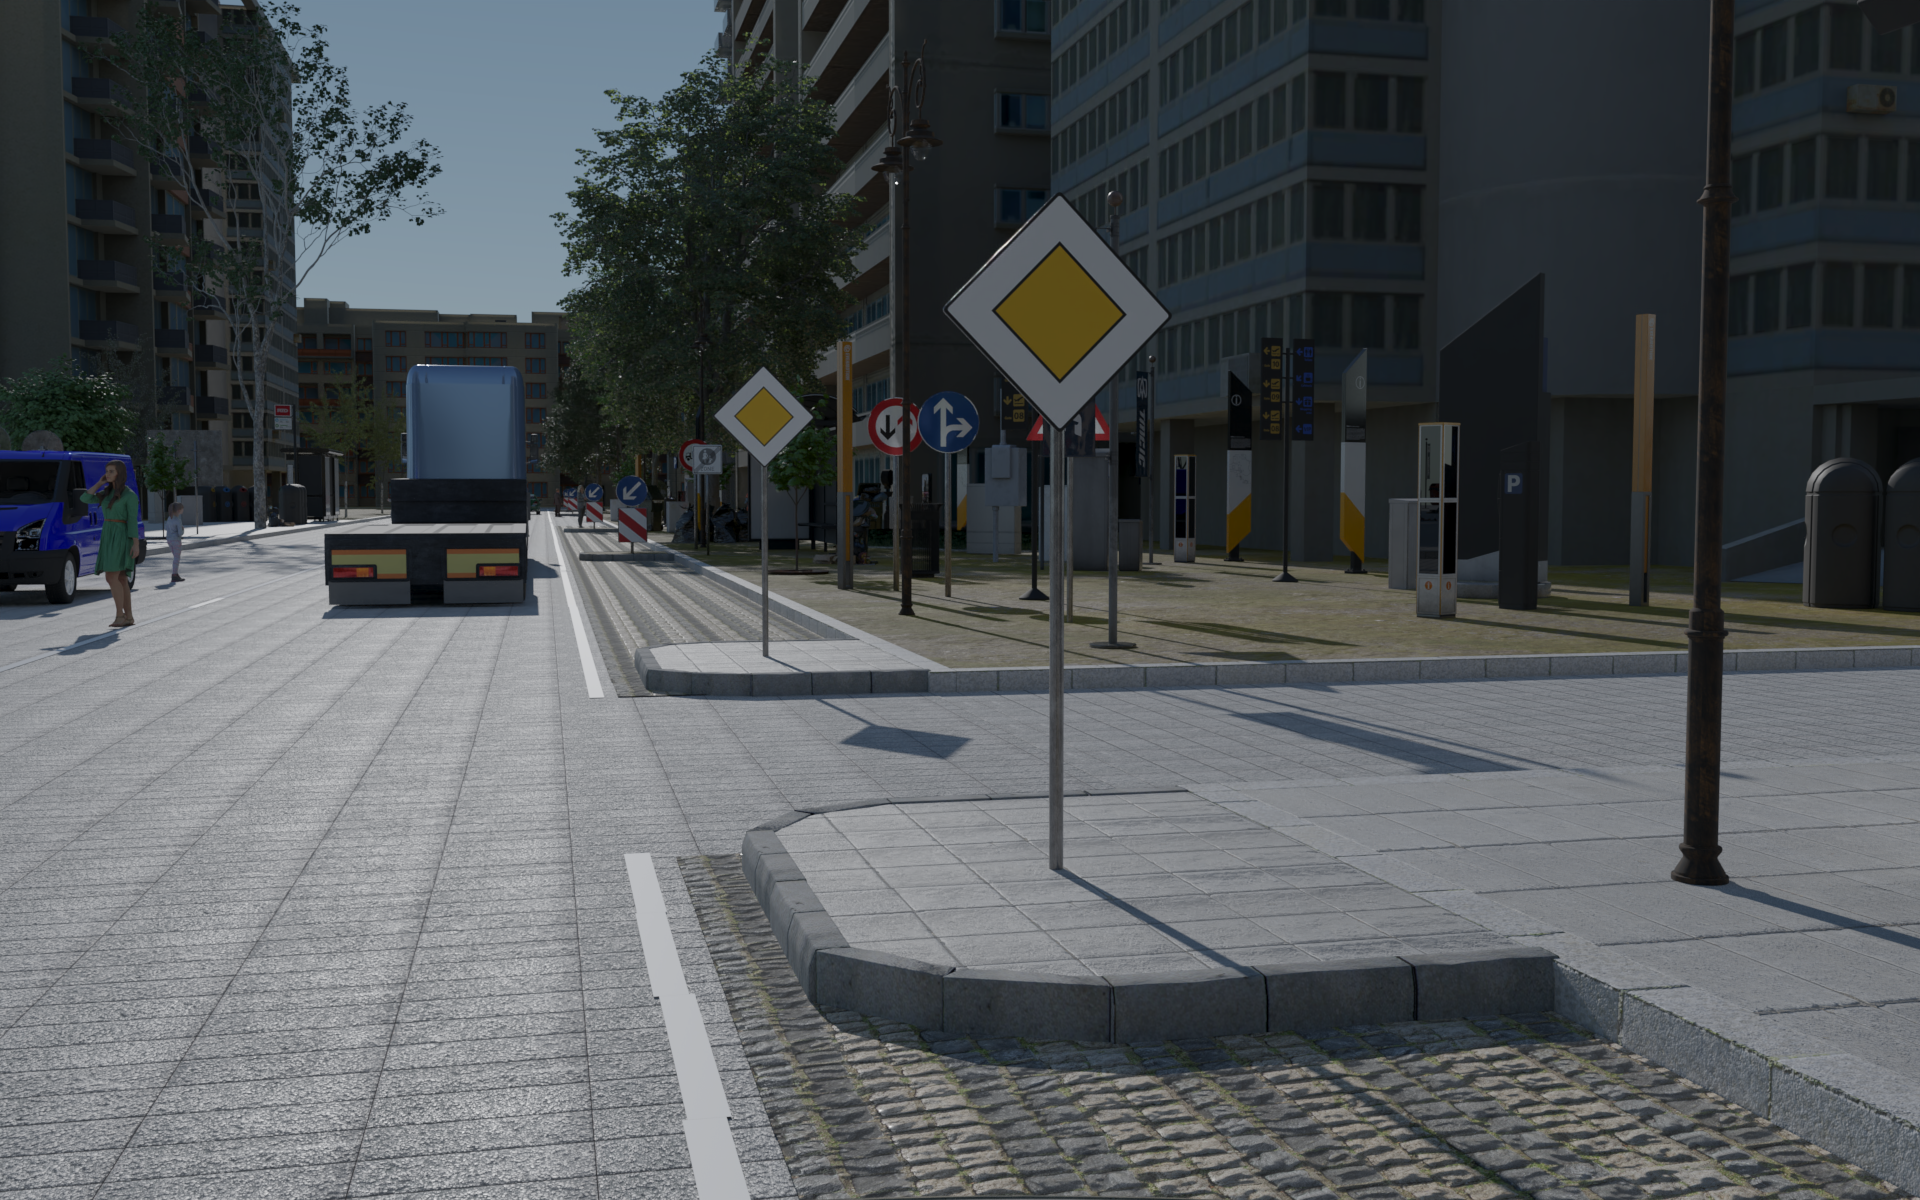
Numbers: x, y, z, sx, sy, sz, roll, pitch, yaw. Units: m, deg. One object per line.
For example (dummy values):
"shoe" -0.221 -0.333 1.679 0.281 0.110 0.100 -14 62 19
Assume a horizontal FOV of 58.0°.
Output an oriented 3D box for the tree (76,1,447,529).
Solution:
"tree" -25.124 -12.787 64.957 12.611 20.169 13.585 0 3 0

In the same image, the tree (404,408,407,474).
"tree" -38.903 -10.178 116.780 4.737 8.622 4.395 0 3 0

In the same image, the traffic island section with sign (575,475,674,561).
"traffic island section with sign" -7.269 -1.774 37.637 1.989 1.847 2.006 -1 4 -13

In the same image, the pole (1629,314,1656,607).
"pole" 7.782 -1.584 19.749 0.158 3.312 0.155 0 3 0

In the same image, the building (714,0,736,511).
"building" -6.299 -31.160 129.080 23.786 49.044 30.456 -1 4 -13

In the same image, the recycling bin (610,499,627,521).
"recycling bin" -16.080 -4.223 81.599 0.722 1.027 0.722 0 4 -7

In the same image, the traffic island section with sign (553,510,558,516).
"traffic island section with sign" -25.321 -6.363 112.659 1.989 1.847 2.006 -1 4 -13

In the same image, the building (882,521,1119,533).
"building" 5.841 -27.096 66.721 21.300 48.544 21.600 -1 4 -13

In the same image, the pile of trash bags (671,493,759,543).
"pile of trash bags" -6.228 -2.259 46.681 1.912 1.369 3.447 1 4 22

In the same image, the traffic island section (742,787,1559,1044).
"traffic island section" 0.347 0.999 5.951 2.009 0.180 2.903 -1 4 -13

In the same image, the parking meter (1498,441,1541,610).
"parking meter" 6.217 -0.830 19.287 0.255 1.863 0.399 -3 4 -38

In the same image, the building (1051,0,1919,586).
"building" 16.048 -21.276 39.742 23.993 40.220 32.217 -1 4 -13

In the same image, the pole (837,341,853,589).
"pole" -1.546 -1.800 23.280 0.158 3.312 0.155 0 3 0

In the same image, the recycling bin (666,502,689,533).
"recycling bin" -9.383 -2.759 57.671 0.722 1.027 0.722 -1 4 -14

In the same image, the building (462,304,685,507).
"building" -38.528 -21.101 190.044 28.899 21.520 27.650 -1 4 -13

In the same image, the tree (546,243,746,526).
"tree" -12.286 -8.841 70.305 9.928 11.665 9.643 0 3 0

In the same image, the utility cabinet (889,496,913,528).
"utility cabinet" -1.696 -2.369 49.889 0.306 1.237 1.020 2 4 23

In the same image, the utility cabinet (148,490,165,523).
"utility cabinet" -35.112 -4.094 75.616 0.318 1.500 1.173 0 4 -6

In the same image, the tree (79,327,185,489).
"tree" -37.196 -7.783 77.607 4.360 8.622 3.978 0 3 0

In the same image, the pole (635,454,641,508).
"pole" -11.612 -4.203 62.566 0.158 3.312 0.155 0 3 0

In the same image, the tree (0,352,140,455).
"tree" -20.737 -3.443 40.001 4.285 4.588 4.351 0 3 0

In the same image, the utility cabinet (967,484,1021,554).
"utility cabinet" 0.723 -1.715 36.720 1.173 1.500 0.318 2 4 31

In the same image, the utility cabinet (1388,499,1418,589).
"utility cabinet" 6.218 -0.772 23.782 0.306 1.237 1.020 3 4 36

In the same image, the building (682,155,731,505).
"building" -17.046 -23.134 149.944 14.160 30.474 14.107 -1 4 -13

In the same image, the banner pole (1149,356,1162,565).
"banner pole" 3.357 -2.523 31.261 0.401 3.779 0.863 2 4 33

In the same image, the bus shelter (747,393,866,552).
"bus shelter" -3.515 -2.663 37.469 2.014 3.302 5.546 -1 4 -14

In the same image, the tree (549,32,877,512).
"tree" -7.199 -8.722 49.262 9.857 13.997 8.962 0 3 0

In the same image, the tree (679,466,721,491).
"tree" -7.978 -3.766 56.176 1.663 3.219 1.824 0 3 0

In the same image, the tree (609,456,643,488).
"tree" -15.176 -5.157 78.924 1.663 3.219 1.824 0 3 0

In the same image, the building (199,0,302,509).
"building" -62.608 -26.728 128.885 23.993 40.220 32.217 -1 4 -13

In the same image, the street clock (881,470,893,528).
"street clock" -2.146 -2.858 51.294 0.358 2.002 0.471 2 4 23

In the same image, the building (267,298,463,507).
"building" -66.836 -20.742 184.177 28.899 21.520 27.650 -1 4 -13

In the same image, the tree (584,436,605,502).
"tree" -31.939 -12.229 150.301 4.360 8.622 3.978 0 3 0

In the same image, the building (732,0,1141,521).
"building" -1.761 -29.343 103.466 21.300 48.544 21.600 -1 4 -13

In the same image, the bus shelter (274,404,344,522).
"bus shelter" -30.134 -6.269 80.125 2.179 5.291 8.768 -1 4 -14

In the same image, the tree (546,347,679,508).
"tree" -19.726 -10.233 101.723 7.601 10.594 8.767 2 4 29

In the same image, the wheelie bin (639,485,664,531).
"wheelie bin" -10.706 -3.179 59.878 0.693 1.594 0.980 2 4 30

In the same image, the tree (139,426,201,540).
"tree" -22.558 -3.315 48.805 1.663 3.219 1.824 0 3 0

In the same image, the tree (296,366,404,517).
"tree" -35.351 -9.084 98.890 4.737 8.622 4.395 0 3 0

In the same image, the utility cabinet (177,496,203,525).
"utility cabinet" -31.782 -3.689 71.473 0.306 1.237 1.020 2 4 28

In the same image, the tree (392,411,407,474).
"tree" -46.382 -12.052 147.406 4.360 8.622 3.978 0 3 0

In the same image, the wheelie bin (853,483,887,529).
"wheelie bin" -2.496 -2.491 48.638 0.980 1.594 0.693 -1 4 -20

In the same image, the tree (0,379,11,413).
"tree" -44.677 -7.740 76.909 4.360 8.622 3.978 0 3 0

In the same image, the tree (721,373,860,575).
"tree" -2.628 -2.022 27.665 1.663 3.219 1.824 0 3 0

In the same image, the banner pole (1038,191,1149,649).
"banner pole" 1.059 -1.488 14.351 0.863 3.779 0.401 -1 4 -16

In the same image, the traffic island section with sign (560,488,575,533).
"traffic island section with sign" -13.773 -3.423 64.599 1.989 1.847 2.006 -1 4 -13

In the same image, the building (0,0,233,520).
"building" -52.969 -26.858 93.759 22.147 44.769 28.867 -1 4 -13

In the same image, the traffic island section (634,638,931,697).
"traffic island section" -1.520 0.524 13.715 2.009 0.180 2.903 -1 4 -13

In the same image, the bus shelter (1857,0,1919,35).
"bus shelter" 4.489 -0.564 3.153 2.014 3.302 5.546 -1 4 -13

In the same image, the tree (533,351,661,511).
"tree" -27.610 -13.137 131.793 9.611 12.733 9.660 0 3 0
